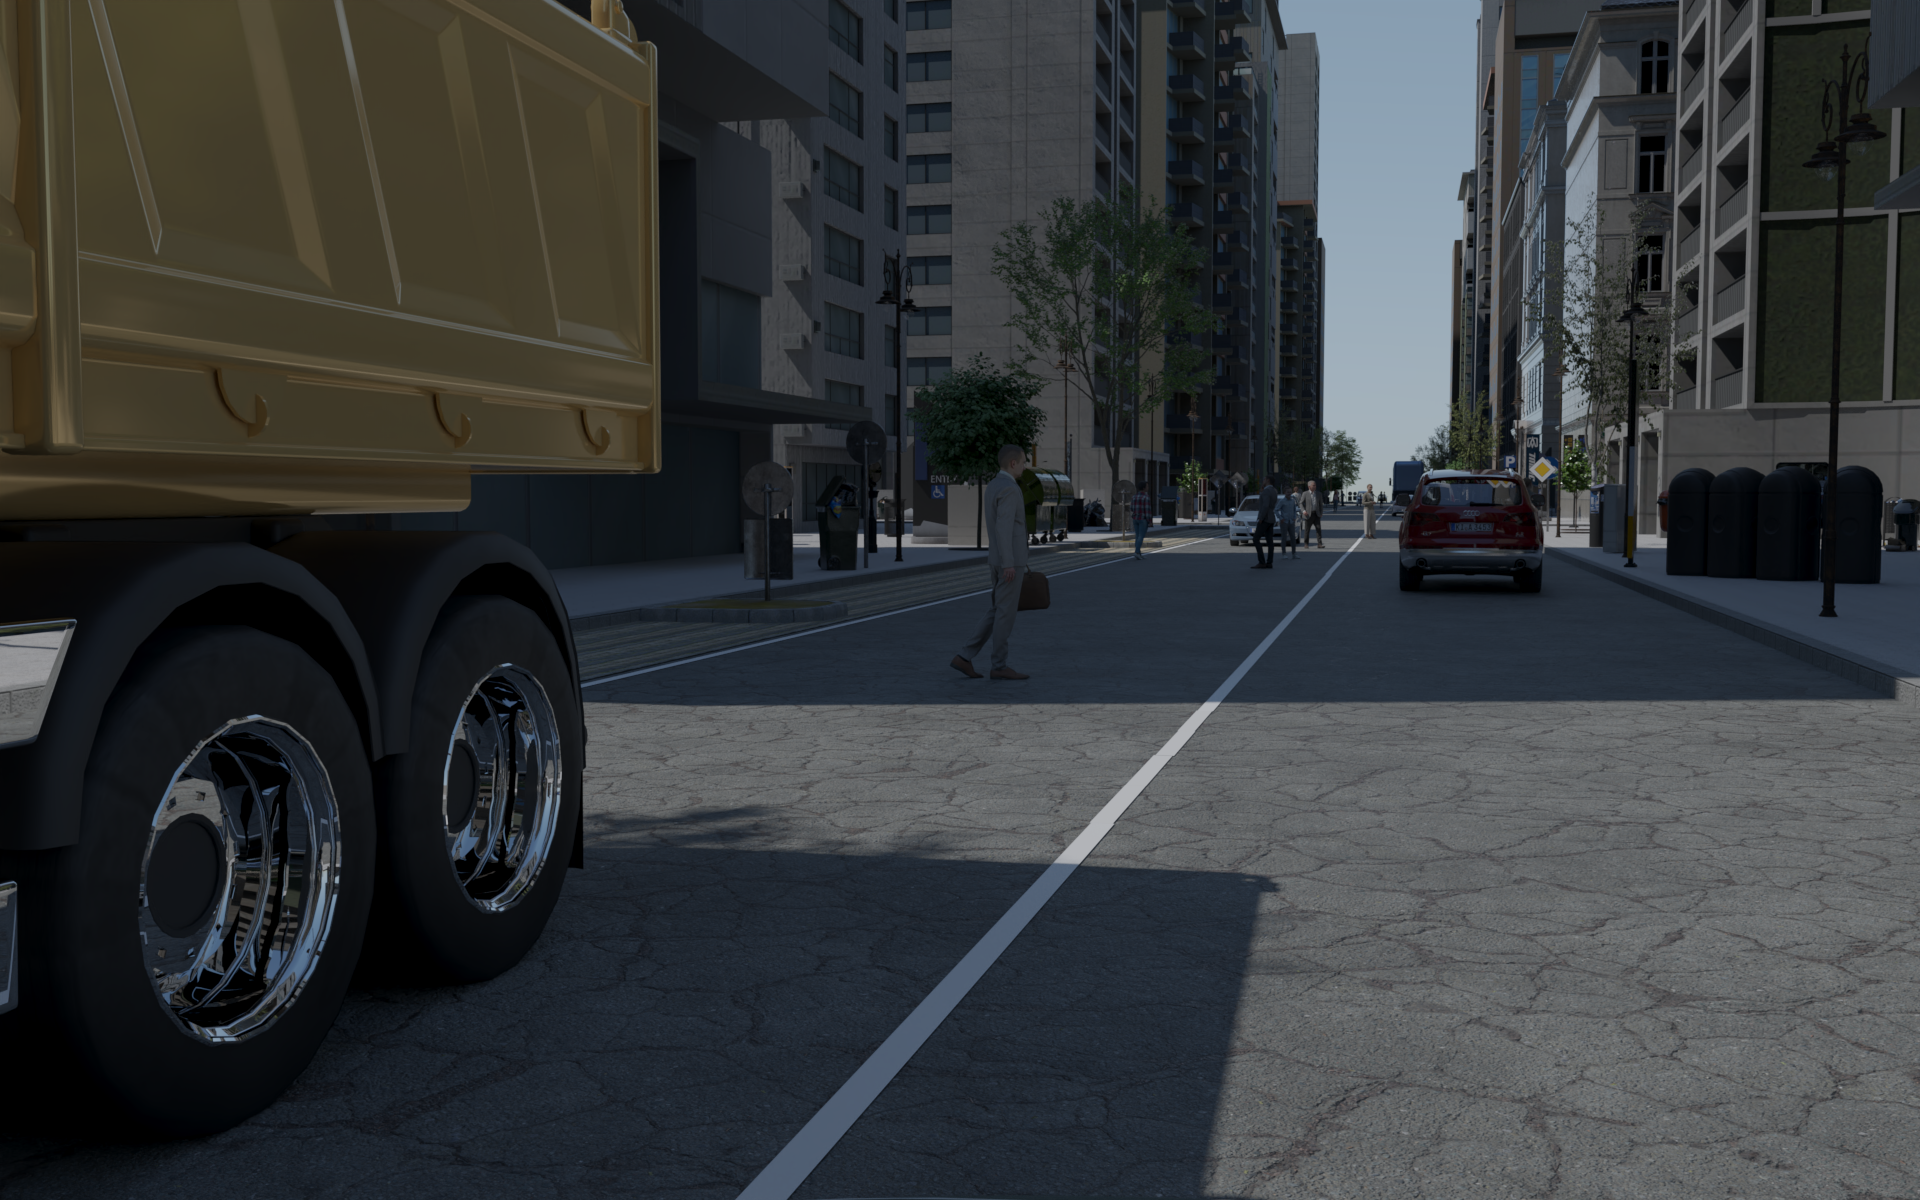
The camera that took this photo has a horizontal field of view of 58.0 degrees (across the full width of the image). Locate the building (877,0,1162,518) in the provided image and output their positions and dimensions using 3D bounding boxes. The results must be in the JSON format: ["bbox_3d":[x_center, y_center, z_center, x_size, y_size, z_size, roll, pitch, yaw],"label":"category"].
[{"bbox_3d":[1.745,-40.573,101.628,20.563,71.187,20.611,1,4,14],"label":"building"}]

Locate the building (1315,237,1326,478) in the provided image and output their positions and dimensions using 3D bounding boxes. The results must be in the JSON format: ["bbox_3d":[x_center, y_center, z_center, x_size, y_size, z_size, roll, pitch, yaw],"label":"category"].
[{"bbox_3d":[54.433,-39.375,293.894,14.600,45.320,14.200,1,4,14],"label":"building"}]

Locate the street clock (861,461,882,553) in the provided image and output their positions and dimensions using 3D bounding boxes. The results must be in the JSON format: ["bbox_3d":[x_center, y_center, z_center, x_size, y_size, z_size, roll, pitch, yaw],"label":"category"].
[{"bbox_3d":[-1.923,-2.022,37.629,0.358,2.002,0.471,2,4,33],"label":"street clock"}]

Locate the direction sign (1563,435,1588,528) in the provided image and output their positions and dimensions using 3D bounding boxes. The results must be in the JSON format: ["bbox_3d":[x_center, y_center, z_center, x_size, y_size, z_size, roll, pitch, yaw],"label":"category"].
[{"bbox_3d":[23.471,-4.533,66.115,0.876,3.537,0.379,1,4,14],"label":"direction sign"}]

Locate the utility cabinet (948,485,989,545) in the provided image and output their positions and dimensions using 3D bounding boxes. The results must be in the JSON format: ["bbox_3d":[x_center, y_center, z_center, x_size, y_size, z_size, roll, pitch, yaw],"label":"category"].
[{"bbox_3d":[0.306,-2.087,42.794,1.173,1.500,0.318,0,4,7],"label":"utility cabinet"}]

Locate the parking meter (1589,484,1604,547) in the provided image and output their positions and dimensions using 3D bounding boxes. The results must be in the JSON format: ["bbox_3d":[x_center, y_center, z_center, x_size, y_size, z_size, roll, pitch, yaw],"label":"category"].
[{"bbox_3d":[15.408,-2.044,41.831,0.372,1.533,0.369,0,3,0],"label":"parking meter"}]

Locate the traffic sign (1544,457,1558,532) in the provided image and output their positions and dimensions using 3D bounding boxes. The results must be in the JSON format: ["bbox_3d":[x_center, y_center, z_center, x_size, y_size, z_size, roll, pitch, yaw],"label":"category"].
[{"bbox_3d":[20.014,-3.597,58.920,0.768,2.556,0.104,1,4,19],"label":"traffic sign"}]

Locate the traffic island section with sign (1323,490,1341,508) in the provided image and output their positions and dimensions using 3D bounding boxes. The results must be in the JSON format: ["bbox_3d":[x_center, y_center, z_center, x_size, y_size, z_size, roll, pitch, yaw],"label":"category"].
[{"bbox_3d":[37.170,-10.185,175.148,1.989,1.847,2.006,1,4,14],"label":"traffic island section with sign"}]

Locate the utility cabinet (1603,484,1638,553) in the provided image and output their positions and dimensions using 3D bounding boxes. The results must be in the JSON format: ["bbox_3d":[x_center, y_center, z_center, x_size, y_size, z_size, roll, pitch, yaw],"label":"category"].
[{"bbox_3d":[14.442,-1.783,37.831,0.318,1.500,1.173,3,5,42],"label":"utility cabinet"}]

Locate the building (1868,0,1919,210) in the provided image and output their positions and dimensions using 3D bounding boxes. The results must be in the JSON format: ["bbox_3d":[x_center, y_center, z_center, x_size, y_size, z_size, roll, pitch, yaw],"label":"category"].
[{"bbox_3d":[27.181,-26.120,16.295,28.713,52.752,27.495,1,4,14],"label":"building"}]

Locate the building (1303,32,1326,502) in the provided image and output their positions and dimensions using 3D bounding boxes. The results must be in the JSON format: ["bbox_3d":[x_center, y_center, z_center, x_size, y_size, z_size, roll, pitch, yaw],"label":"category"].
[{"bbox_3d":[48.467,-51.215,275.615,20.563,71.187,20.611,1,4,14],"label":"building"}]

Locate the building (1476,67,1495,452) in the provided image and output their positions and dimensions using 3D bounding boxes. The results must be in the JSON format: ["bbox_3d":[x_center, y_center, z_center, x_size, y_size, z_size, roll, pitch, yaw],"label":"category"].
[{"bbox_3d":[63.871,-31.765,173.987,22.147,44.769,28.867,1,4,14],"label":"building"}]

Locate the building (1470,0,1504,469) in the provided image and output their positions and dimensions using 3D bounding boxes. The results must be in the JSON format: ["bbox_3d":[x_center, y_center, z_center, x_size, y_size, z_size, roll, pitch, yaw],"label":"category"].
[{"bbox_3d":[70.572,-40.322,201.260,21.231,58.520,28.212,1,4,14],"label":"building"}]

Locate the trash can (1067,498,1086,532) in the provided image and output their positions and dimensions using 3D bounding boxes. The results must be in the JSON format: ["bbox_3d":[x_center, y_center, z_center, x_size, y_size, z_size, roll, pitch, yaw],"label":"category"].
[{"bbox_3d":[3.863,-2.853,58.307,0.748,1.137,0.748,0,3,0],"label":"trash can"}]

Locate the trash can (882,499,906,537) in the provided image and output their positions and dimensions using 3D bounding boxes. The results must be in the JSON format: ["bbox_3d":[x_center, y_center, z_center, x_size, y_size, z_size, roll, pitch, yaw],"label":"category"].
[{"bbox_3d":[-1.958,-2.450,51.712,0.748,1.137,0.748,0,3,0],"label":"trash can"}]

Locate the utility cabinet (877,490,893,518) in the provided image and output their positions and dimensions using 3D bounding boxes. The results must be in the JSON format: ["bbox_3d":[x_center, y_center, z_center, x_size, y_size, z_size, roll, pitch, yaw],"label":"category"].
[{"bbox_3d":[-4.047,-5.029,90.902,1.173,1.500,0.318,-2,4,-25],"label":"utility cabinet"}]

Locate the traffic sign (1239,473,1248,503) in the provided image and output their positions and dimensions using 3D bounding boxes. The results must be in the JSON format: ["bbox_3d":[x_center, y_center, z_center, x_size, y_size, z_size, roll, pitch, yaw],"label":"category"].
[{"bbox_3d":[16.673,-6.265,102.537,0.768,2.556,0.104,1,4,15],"label":"traffic sign"}]

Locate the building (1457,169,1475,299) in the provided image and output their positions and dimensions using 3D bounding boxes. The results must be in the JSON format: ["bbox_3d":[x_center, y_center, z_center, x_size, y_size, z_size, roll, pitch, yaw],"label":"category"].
[{"bbox_3d":[92.691,-41.688,270.835,28.713,52.752,27.495,1,4,14],"label":"building"}]

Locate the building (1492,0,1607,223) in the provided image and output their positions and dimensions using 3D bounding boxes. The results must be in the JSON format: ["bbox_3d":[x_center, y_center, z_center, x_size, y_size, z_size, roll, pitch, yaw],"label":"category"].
[{"bbox_3d":[54.730,-30.799,153.678,14.600,45.320,14.200,1,4,14],"label":"building"}]

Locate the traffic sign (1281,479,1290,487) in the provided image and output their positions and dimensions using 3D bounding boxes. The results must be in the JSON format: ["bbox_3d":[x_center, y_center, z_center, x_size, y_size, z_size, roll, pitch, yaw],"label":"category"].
[{"bbox_3d":[26.827,-8.726,142.779,0.768,2.556,0.104,1,4,21],"label":"traffic sign"}]

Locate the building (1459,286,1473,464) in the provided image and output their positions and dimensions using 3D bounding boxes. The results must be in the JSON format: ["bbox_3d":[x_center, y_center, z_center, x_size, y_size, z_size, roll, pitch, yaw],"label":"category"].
[{"bbox_3d":[80.092,-29.414,252.626,14.160,30.474,14.107,1,4,14],"label":"building"}]

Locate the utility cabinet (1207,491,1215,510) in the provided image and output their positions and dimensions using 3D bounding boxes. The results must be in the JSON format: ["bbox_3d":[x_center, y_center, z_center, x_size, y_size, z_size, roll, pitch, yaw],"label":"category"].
[{"bbox_3d":[17.097,-6.683,117.946,1.173,1.500,0.318,-1,4,-9],"label":"utility cabinet"}]

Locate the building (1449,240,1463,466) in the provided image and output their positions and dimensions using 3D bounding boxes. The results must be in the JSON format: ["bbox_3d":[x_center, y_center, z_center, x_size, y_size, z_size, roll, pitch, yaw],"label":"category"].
[{"bbox_3d":[90.325,-39.330,293.158,14.600,45.320,14.200,1,4,14],"label":"building"}]

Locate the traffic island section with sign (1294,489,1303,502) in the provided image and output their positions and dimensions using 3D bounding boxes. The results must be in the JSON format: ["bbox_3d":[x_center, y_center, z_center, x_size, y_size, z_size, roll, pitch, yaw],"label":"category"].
[{"bbox_3d":[24.859,-7.232,126.874,1.989,1.847,2.006,1,4,14],"label":"traffic island section with sign"}]

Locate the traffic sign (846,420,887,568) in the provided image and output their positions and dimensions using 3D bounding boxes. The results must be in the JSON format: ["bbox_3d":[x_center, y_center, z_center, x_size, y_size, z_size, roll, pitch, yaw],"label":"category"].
[{"bbox_3d":[-1.630,-1.826,29.959,0.768,2.556,0.104,1,4,19],"label":"traffic sign"}]

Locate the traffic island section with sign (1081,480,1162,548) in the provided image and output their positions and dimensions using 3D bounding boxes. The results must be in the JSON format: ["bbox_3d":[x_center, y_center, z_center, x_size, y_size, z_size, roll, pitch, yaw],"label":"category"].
[{"bbox_3d":[4.408,-2.327,46.672,1.989,1.847,2.006,1,4,14],"label":"traffic island section with sign"}]

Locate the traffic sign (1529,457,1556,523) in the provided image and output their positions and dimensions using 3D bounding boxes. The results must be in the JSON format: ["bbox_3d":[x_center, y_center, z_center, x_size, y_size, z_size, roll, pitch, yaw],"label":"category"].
[{"bbox_3d":[17.968,-3.199,53.486,0.795,2.450,0.064,1,4,19],"label":"traffic sign"}]

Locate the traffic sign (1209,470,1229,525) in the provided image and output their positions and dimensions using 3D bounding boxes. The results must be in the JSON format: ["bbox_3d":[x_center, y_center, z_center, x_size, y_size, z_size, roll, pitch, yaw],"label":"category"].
[{"bbox_3d":[10.575,-4.104,70.750,0.795,2.450,0.064,1,4,14],"label":"traffic sign"}]

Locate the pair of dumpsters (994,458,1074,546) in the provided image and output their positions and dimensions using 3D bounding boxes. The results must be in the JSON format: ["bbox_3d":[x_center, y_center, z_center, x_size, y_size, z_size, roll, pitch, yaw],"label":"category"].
[{"bbox_3d":[1.835,-2.602,45.034,1.574,2.255,4.437,1,4,14],"label":"pair of dumpsters"}]

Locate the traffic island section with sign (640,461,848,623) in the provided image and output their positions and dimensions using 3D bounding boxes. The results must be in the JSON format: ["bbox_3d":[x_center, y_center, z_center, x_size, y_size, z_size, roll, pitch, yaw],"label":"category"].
[{"bbox_3d":[-2.389,-0.698,20.044,1.989,1.847,2.006,1,4,14],"label":"traffic island section with sign"}]

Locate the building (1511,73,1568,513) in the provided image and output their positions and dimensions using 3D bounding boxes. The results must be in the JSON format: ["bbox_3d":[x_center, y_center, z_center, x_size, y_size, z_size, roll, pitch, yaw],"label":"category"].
[{"bbox_3d":[43.528,-19.947,112.034,13.634,28.700,20.117,1,4,14],"label":"building"}]

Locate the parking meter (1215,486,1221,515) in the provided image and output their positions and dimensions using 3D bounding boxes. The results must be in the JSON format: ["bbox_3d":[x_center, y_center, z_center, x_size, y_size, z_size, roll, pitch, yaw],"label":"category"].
[{"bbox_3d":[15.918,-6.191,106.926,0.399,1.863,0.255,0,4,6],"label":"parking meter"}]

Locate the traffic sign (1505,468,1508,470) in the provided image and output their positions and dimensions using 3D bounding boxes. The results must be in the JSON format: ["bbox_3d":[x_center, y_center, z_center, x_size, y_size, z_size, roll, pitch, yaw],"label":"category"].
[{"bbox_3d":[21.419,-3.935,67.974,0.795,2.450,0.064,1,4,14],"label":"traffic sign"}]

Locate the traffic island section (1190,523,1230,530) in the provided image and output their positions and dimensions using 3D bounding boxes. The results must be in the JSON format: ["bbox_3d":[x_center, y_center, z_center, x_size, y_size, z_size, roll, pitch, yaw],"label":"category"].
[{"bbox_3d":[10.551,-2.969,70.818,2.009,0.180,2.903,1,4,14],"label":"traffic island section"}]

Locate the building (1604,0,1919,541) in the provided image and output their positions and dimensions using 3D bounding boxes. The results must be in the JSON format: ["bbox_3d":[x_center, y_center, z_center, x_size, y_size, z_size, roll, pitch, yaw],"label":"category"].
[{"bbox_3d":[31.327,-37.414,49.965,20.563,71.187,20.611,1,4,14],"label":"building"}]

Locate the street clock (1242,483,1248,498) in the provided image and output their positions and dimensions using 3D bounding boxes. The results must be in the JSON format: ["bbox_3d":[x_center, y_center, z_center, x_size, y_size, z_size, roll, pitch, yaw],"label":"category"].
[{"bbox_3d":[18.493,-6.591,112.330,0.358,2.002,0.471,3,4,37],"label":"street clock"}]

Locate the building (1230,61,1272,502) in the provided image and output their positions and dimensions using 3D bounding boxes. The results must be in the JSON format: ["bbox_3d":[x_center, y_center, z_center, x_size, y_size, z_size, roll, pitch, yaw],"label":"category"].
[{"bbox_3d":[21.099,-29.183,160.734,14.154,41.232,14.086,1,4,14],"label":"building"}]

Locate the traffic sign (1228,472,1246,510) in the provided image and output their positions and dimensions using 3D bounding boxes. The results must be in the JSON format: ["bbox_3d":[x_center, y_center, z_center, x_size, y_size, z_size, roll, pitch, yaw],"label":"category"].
[{"bbox_3d":[12.549,-4.578,78.488,0.795,2.450,0.064,1,4,14],"label":"traffic sign"}]

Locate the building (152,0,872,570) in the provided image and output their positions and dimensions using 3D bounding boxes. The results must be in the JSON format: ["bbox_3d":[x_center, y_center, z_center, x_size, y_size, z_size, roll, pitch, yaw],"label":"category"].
[{"bbox_3d":[-18.181,-26.691,25.640,28.713,52.752,27.495,1,4,14],"label":"building"}]

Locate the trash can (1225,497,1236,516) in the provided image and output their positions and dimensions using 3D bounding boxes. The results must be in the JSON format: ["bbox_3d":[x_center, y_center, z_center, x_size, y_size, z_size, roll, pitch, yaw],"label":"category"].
[{"bbox_3d":[15.643,-5.415,100.187,0.748,1.137,0.748,0,3,0],"label":"trash can"}]

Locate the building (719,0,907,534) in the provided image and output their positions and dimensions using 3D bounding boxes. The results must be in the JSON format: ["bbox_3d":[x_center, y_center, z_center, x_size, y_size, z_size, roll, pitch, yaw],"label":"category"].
[{"bbox_3d":[-9.697,-17.801,62.746,14.107,30.474,14.160,1,4,14],"label":"building"}]

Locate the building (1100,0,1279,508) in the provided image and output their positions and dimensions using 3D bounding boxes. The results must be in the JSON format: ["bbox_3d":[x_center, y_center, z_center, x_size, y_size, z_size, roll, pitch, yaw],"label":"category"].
[{"bbox_3d":[28.913,-46.850,204.249,20.563,71.187,20.611,1,4,14],"label":"building"}]

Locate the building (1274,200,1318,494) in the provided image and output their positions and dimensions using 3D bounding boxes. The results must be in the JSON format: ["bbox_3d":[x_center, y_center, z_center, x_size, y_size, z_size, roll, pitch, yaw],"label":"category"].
[{"bbox_3d":[40.478,-36.587,252.815,22.147,44.769,28.867,1,4,14],"label":"building"}]

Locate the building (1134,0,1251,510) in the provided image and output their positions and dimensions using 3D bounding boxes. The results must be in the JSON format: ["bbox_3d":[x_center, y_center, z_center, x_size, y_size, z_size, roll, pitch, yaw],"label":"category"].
[{"bbox_3d":[10.664,-29.356,134.587,22.147,44.769,28.867,1,4,14],"label":"building"}]

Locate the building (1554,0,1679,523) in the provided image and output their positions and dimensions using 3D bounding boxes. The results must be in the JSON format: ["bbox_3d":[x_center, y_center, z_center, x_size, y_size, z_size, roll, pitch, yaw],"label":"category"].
[{"bbox_3d":[51.025,-18.529,79.359,44.131,29.872,17.030,1,4,14],"label":"building"}]

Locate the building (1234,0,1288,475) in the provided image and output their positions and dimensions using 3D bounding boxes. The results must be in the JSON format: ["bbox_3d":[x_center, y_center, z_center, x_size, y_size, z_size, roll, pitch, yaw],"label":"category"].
[{"bbox_3d":[19.011,-36.288,182.555,28.713,52.752,27.495,1,4,14],"label":"building"}]

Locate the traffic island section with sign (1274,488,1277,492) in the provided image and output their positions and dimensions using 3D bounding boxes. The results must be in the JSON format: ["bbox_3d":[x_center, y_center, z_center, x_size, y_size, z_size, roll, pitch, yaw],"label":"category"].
[{"bbox_3d":[18.106,-5.613,100.406,1.989,1.847,2.006,1,4,14],"label":"traffic island section with sign"}]

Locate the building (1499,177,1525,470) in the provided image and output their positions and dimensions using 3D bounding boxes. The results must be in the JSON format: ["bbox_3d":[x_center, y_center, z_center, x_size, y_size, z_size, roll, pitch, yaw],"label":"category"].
[{"bbox_3d":[49.824,-20.821,133.929,14.314,27.812,24.014,1,4,14],"label":"building"}]

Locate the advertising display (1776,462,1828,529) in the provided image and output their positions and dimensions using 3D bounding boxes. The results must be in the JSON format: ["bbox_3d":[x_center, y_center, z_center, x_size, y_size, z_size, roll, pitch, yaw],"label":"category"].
[{"bbox_3d":[16.937,-1.814,34.870,0.974,1.923,0.123,2,4,26],"label":"advertising display"}]

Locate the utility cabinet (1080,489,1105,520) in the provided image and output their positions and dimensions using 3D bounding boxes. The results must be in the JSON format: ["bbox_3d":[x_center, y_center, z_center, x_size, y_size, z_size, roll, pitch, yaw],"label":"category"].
[{"bbox_3d":[6.410,-4.595,83.808,1.173,1.500,0.318,-2,4,-24],"label":"utility cabinet"}]
